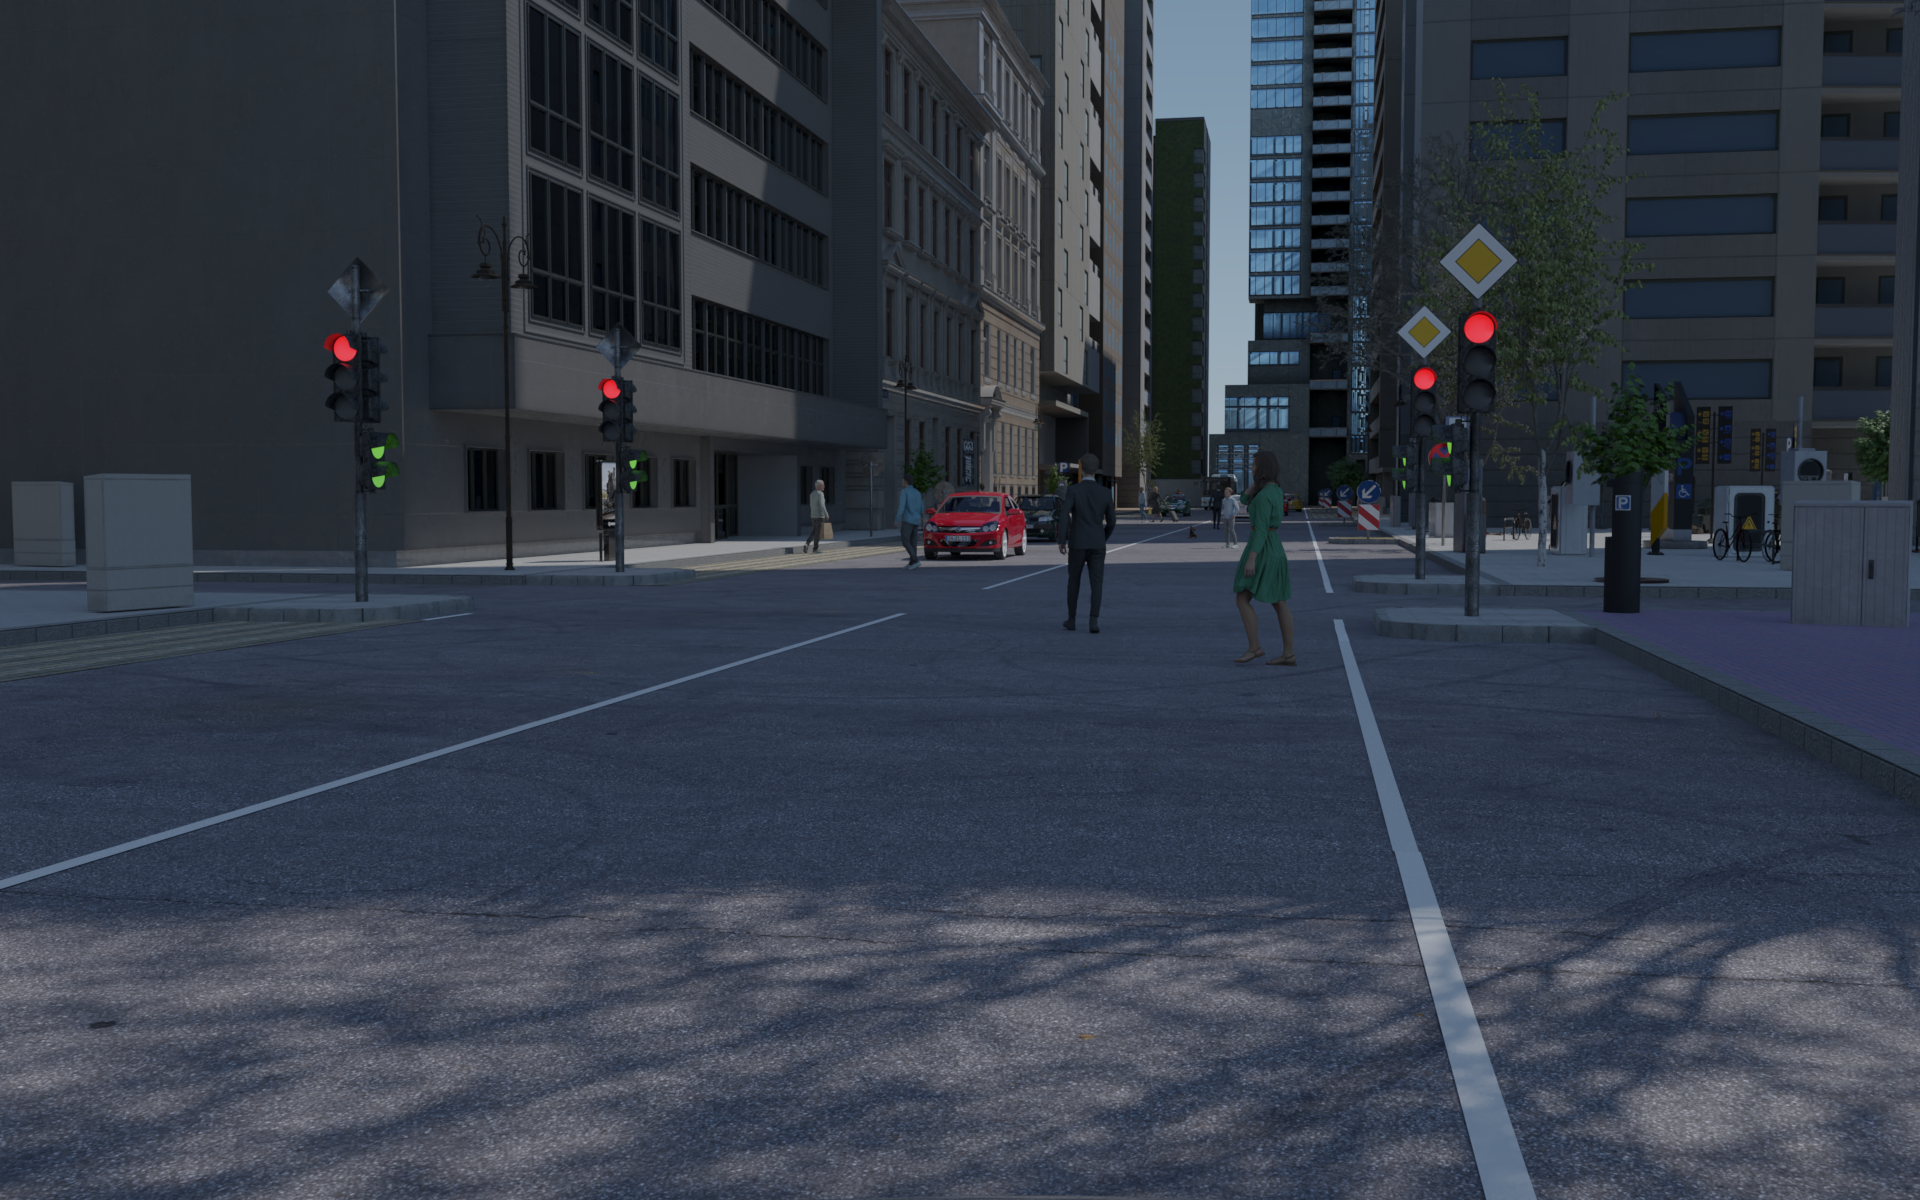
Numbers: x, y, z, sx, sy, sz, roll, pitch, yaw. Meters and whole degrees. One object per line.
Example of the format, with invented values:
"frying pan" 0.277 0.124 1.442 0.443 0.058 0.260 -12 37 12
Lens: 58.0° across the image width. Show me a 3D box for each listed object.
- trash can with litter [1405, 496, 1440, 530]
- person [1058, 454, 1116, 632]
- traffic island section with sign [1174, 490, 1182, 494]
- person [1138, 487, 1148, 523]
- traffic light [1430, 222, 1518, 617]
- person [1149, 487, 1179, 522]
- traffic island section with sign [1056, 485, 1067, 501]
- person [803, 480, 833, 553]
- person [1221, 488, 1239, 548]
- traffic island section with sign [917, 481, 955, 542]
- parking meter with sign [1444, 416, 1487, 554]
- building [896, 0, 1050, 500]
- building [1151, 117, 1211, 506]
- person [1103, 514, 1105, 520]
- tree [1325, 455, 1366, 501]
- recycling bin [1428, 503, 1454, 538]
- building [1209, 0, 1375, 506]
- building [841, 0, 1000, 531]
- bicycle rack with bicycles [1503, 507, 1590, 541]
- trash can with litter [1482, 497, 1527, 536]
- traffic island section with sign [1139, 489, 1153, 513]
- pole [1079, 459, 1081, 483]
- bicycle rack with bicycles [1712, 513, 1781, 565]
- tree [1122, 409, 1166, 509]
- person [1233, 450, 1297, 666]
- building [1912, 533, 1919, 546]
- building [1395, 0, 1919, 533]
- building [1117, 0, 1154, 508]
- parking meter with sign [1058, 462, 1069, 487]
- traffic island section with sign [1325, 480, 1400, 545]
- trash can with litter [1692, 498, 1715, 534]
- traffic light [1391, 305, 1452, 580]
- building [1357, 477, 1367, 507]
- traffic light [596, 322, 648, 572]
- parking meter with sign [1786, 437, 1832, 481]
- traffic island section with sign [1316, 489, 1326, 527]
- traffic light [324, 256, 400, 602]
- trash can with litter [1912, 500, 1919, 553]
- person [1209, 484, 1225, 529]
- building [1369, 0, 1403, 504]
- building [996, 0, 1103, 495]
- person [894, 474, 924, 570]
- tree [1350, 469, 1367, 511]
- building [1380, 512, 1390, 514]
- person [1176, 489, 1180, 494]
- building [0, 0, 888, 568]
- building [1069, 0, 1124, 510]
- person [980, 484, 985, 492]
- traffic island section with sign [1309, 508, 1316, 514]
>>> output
"trash can with litter" 16.894 -3.159 62.711 2.233 1.210 1.678 -2 4 -26
"person" 1.288 -0.597 18.032 0.659 1.850 0.755 0 4 -8
"traffic island section with sign" 19.523 -8.937 154.751 1.989 1.847 2.006 1 4 11
"person" 9.156 -4.767 86.704 0.793 1.790 0.793 -3 5 -41
"traffic light" 5.363 -1.785 18.101 0.839 4.253 0.868 1 4 11
"person" 10.308 -4.856 88.110 1.509 1.804 0.699 2 4 32
"traffic island section with sign" 4.694 -4.319 79.237 1.989 1.847 2.006 1 4 11
"person" -3.403 -1.992 41.561 0.515 1.767 0.782 -2 4 -35
"person" 7.117 -2.176 45.883 0.330 1.601 0.589 -2 4 -32
"traffic island section with sign" -0.531 -2.688 52.582 1.989 1.847 2.006 1 4 11
"parking meter with sign" 11.147 -2.555 38.041 0.543 3.016 1.738 0 4 -2
"building" -3.322 -18.657 90.947 13.634 28.700 20.117 1 4 11
"building" 20.395 -31.104 192.143 14.086 41.232 14.154 1 4 11
"person" 7.725 -5.267 94.428 0.447 1.846 0.655 0 4 5
"tree" 32.579 -9.957 146.507 4.285 4.588 4.351 0 3 0
"recycling bin" 14.259 -2.353 51.020 0.722 1.027 0.722 0 4 -2
"building" 43.968 -53.715 190.919 31.000 86.520 22.319 1 4 11
"building" -5.896 -14.342 70.650 11.583 22.565 21.152 1 4 11
"bicycle rack with bicycles" 16.274 -2.114 47.940 2.852 0.926 2.925 2 4 27
"trash can with litter" 16.549 -2.620 53.897 2.233 1.210 1.678 0 4 6
"traffic island section with sign" 14.325 -7.319 128.300 1.989 1.847 2.006 1 4 11
"pole" 7.025 -6.583 101.477 0.158 3.312 0.155 0 3 0
"bicycle rack with bicycles" 15.615 -1.150 32.177 2.852 0.926 2.925 0 4 6
"tree" 15.848 -12.137 148.796 4.737 8.622 4.395 0 3 0
"person" 2.549 -0.347 14.424 0.529 1.795 0.600 1 4 14
"building" 36.011 -29.951 31.692 28.212 58.520 21.231 1 4 11
"building" 30.376 -32.668 76.123 21.231 58.520 28.212 1 4 11
"building" 4.261 -38.278 167.849 28.212 58.520 21.231 1 4 11
"parking meter with sign" 5.551 -5.998 94.335 0.543 3.016 1.738 1 4 10
"traffic island section with sign" 11.702 -2.541 50.179 1.989 1.847 2.006 1 4 11
"trash can with litter" 23.800 -2.691 55.383 1.055 1.170 0.624 -2 4 -33
"traffic light" 6.902 -2.264 25.936 0.839 4.253 0.868 1 4 11
"building" 53.134 -28.476 157.466 32.217 40.220 23.993 1 4 11
"traffic light" -5.575 -2.412 28.362 0.839 4.253 0.868 1 4 11
"parking meter with sign" 26.141 -3.456 52.774 1.738 3.016 0.543 0 4 8
"traffic island section with sign" 16.883 -4.159 76.633 1.989 1.847 2.006 1 4 11
"traffic light" -7.114 -1.933 20.526 0.839 4.253 0.868 1 4 11
"trash can with litter" 20.999 -1.654 38.099 1.678 1.210 2.233 -2 4 -28
"person" 10.472 -3.809 70.554 0.659 1.850 0.755 1 4 11
"building" 43.662 -31.326 135.878 21.300 48.544 21.600 1 4 11
"building" -4.992 -32.343 118.051 28.713 52.752 27.495 1 4 11
"person" -0.926 -1.499 33.020 0.620 1.820 0.660 2 4 35
"tree" 30.853 -8.518 133.875 1.663 3.219 1.824 0 3 0
"building" 43.902 -25.704 112.134 32.217 40.220 23.993 1 4 11
"person" 18.235 -8.356 145.051 1.348 1.831 0.705 3 4 38
"building" -12.163 -13.820 45.024 14.314 24.678 30.058 1 4 11
"building" 5.329 -29.807 137.463 14.600 45.320 14.200 1 4 11
"person" 0.759 -2.982 57.590 0.374 1.781 0.599 2 4 33
"traffic island section with sign" 26.614 -7.188 126.146 1.989 1.847 2.006 1 4 11
